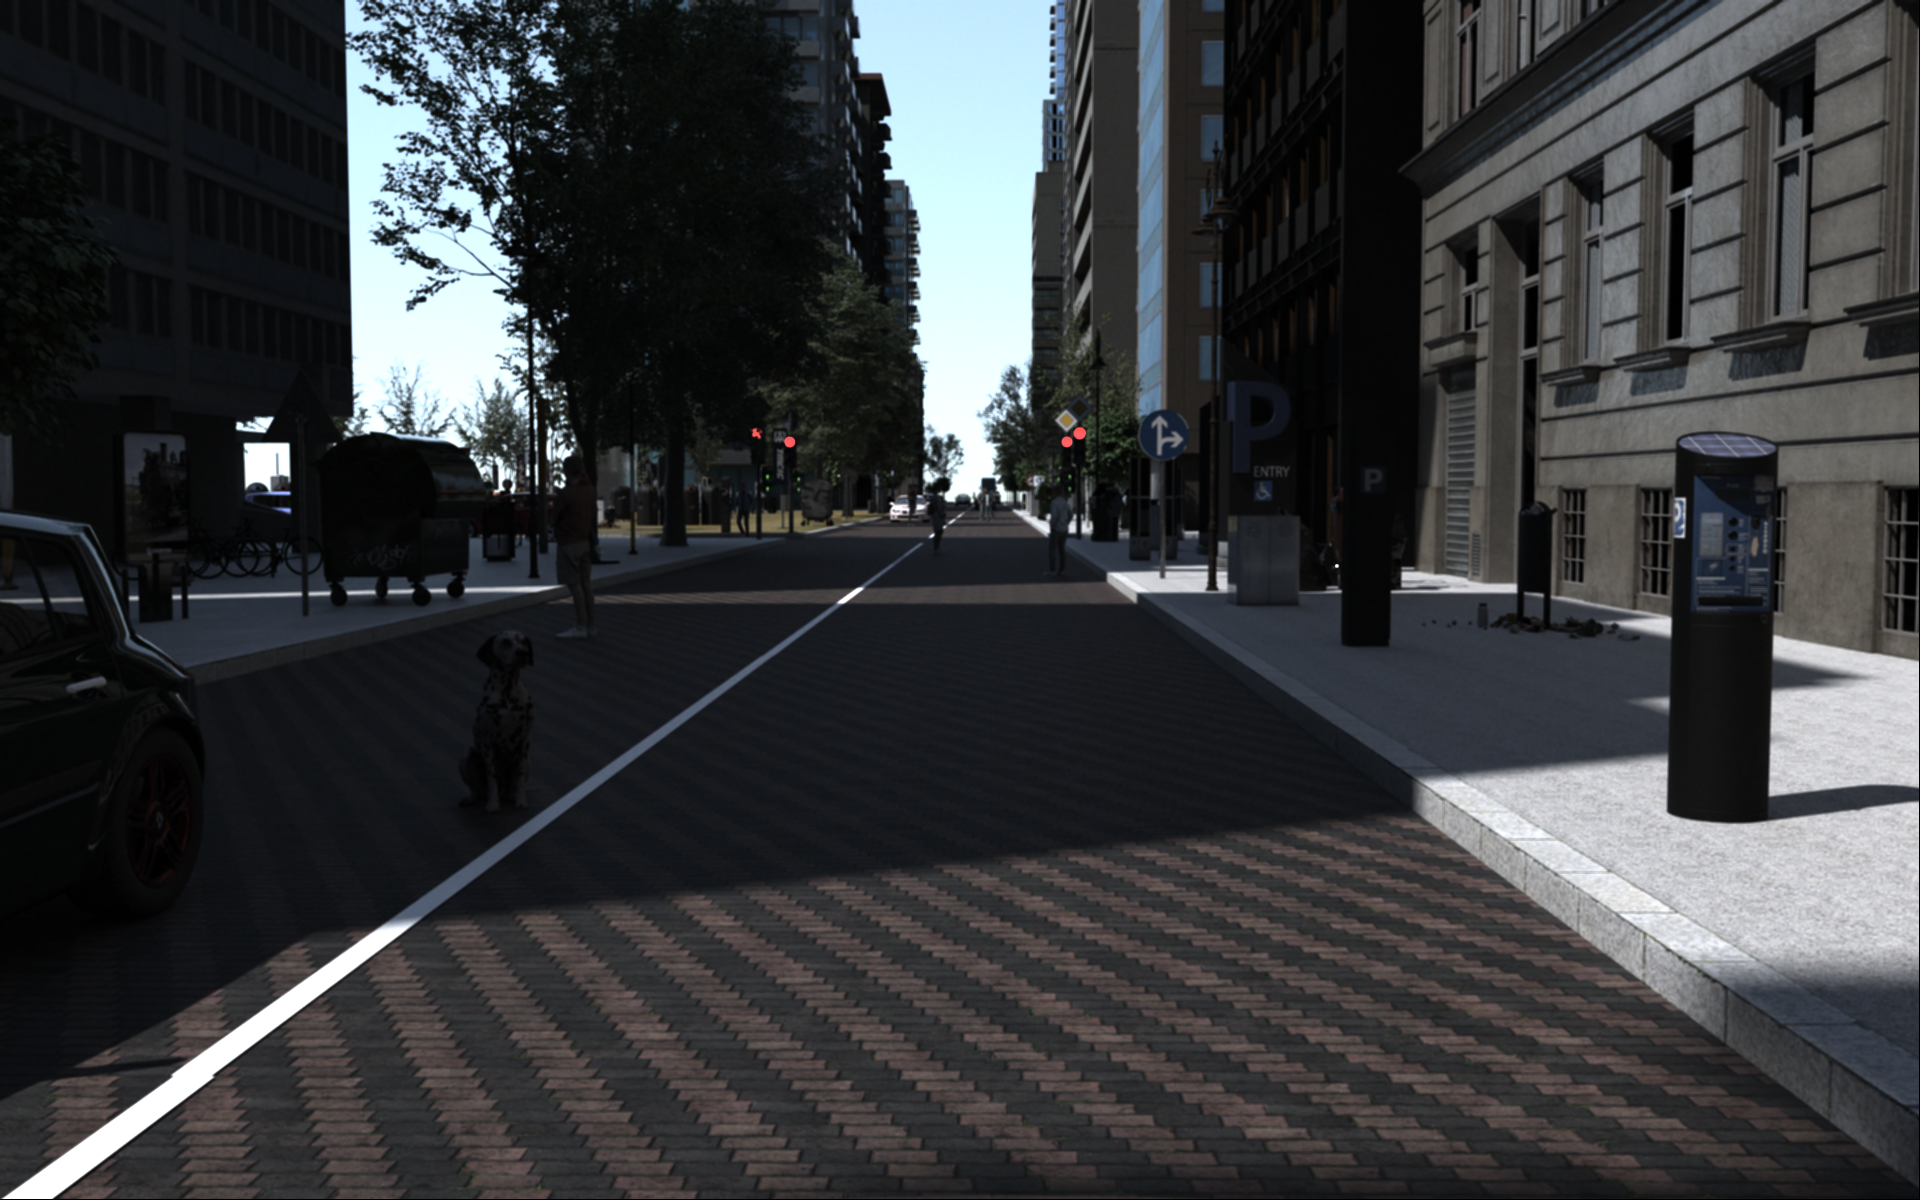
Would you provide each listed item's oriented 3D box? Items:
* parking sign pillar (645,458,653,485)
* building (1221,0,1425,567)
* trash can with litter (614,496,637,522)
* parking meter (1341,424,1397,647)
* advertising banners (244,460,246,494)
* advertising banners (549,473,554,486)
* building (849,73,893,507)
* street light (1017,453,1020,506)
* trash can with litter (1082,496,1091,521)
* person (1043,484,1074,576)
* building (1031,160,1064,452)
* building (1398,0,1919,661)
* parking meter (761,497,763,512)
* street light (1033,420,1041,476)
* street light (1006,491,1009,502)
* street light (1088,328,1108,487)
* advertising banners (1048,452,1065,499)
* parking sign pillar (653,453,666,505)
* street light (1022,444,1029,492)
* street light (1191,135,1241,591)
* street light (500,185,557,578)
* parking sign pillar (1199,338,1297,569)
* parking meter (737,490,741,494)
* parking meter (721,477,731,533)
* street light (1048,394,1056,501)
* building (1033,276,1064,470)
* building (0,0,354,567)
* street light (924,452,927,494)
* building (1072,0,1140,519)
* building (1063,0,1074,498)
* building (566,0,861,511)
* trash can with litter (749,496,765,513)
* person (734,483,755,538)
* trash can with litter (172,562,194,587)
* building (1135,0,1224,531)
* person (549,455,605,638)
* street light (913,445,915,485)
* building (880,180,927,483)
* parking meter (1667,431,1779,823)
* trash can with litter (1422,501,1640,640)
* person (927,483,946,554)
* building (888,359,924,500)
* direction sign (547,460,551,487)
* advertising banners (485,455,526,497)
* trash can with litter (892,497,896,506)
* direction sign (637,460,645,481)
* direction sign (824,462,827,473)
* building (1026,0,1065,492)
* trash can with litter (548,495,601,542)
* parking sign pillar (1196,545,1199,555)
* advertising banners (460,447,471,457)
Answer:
[{"bbox_3d":[-22.490,-8.486,127.215,1.447,3.967,1.447,-3,5,-44],"label":"parking sign pillar"},{"bbox_3d":[12.914,-12.703,37.369,12.332,23.373,15.834,0,4,1],"label":"building"},{"bbox_3d":[-15.179,-4.206,79.822,2.233,1.210,1.678,-1,4,-18],"label":"trash can with litter"},{"bbox_3d":[3.452,-0.545,14.628,0.399,1.863,0.255,0,4,-6],"label":"parking meter"},{"bbox_3d":[-35.832,-5.627,88.186,2.074,3.025,0.090,-1,4,-21],"label":"advertising banners"},{"bbox_3d":[-28.738,-7.536,119.405,0.090,3.025,2.074,3,4,36],"label":"advertising banners"},{"bbox_3d":[-18.388,-32.004,177.894,22.147,44.769,28.867,0,4,1],"label":"building"},{"bbox_3d":[5.630,-11.215,156.146,0.468,5.910,1.993,0,4,1],"label":"street light"},{"bbox_3d":[6.208,-4.335,82.262,0.624,1.170,1.055,-1,4,-20],"label":"trash can with litter"},{"bbox_3d":[1.732,-1.229,30.397,0.589,1.601,0.330,-3,4,-37],"label":"person"},{"bbox_3d":[21.129,-38.122,246.992,21.300,48.544,21.600,0,4,1],"label":"building"},{"bbox_3d":[14.597,-11.045,13.877,16.112,22.955,30.059,0,4,1],"label":"building"},{"bbox_3d":[-14.537,-7.346,125.820,0.255,1.863,0.399,2,4,30],"label":"parking meter"},{"bbox_3d":[4.708,-8.145,105.957,0.468,5.910,1.993,0,4,1],"label":"street light"},{"bbox_3d":[7.486,-17.925,265.853,0.468,5.910,1.993,0,4,1],"label":"street light"},{"bbox_3d":[3.844,-4.626,48.427,0.468,5.910,1.993,0,4,1],"label":"street light"},{"bbox_3d":[4.132,-4.712,73.221,0.090,3.025,2.074,2,4,27],"label":"advertising banners"},{"bbox_3d":[-14.733,-6.106,88.307,1.447,3.967,1.447,-1,4,-14],"label":"parking sign pillar"},{"bbox_3d":[5.125,-9.711,131.562,0.468,5.910,1.993,0,4,1],"label":"street light"},{"bbox_3d":[3.345,-3.059,22.795,0.468,5.910,1.993,0,4,1],"label":"street light"},{"bbox_3d":[-6.522,-3.275,26.337,0.468,5.910,1.993,0,4,1],"label":"street light"},{"bbox_3d":[5.183,-2.548,30.133,1.447,3.967,1.447,-1,4,-17],"label":"parking sign pillar"},{"bbox_3d":[-14.329,-6.396,112.986,0.372,1.533,0.369,0,3,0],"label":"parking meter"},{"bbox_3d":[-7.790,-3.173,57.596,0.255,1.863,0.399,0,4,3],"label":"parking meter"},{"bbox_3d":[4.342,-6.591,80.544,0.468,5.910,1.993,0,4,1],"label":"street light"},{"bbox_3d":[16.678,-28.018,229.797,14.160,30.474,14.107,0,4,1],"label":"building"},{"bbox_3d":[-25.225,-20.771,31.492,23.993,40.220,32.217,0,4,1],"label":"building"},{"bbox_3d":[-3.719,-13.004,185.398,0.468,5.910,1.993,0,4,1],"label":"street light"},{"bbox_3d":[17.585,-29.021,98.193,21.300,48.544,21.600,0,4,1],"label":"building"},{"bbox_3d":[20.061,-46.174,193.197,20.563,71.187,20.611,0,4,1],"label":"building"},{"bbox_3d":[-20.087,-32.293,147.604,23.786,49.044,30.456,0,4,1],"label":"building"},{"bbox_3d":[-13.999,-6.487,117.119,1.678,1.210,2.233,2,4,26],"label":"trash can with litter"},{"bbox_3d":[-6.693,-2.746,53.747,0.601,1.785,0.444,1,4,17],"label":"person"},{"bbox_3d":[-11.076,-0.791,24.318,1.055,1.170,0.624,3,5,43],"label":"trash can with litter"},{"bbox_3d":[14.366,-25.414,65.622,14.200,45.320,14.600,0,4,1],"label":"building"},{"bbox_3d":[-3.852,-0.546,17.396,0.573,1.828,0.580,-2,4,-25],"label":"person"},{"bbox_3d":[-4.306,-11.438,159.793,0.468,5.910,1.993,0,4,1],"label":"street light"},{"bbox_3d":[-17.292,-39.365,263.229,23.786,49.044,30.456,0,4,1],"label":"building"},{"bbox_3d":[3.029,0.093,6.883,0.372,1.533,0.369,0,3,0],"label":"parking meter"},{"bbox_3d":[5.468,-0.313,16.183,1.678,1.210,2.233,-1,4,-11],"label":"trash can with litter"},{"bbox_3d":[-0.549,-1.962,41.585,0.522,1.701,0.512,-1,4,-21],"label":"person"},{"bbox_3d":[-19.184,-23.819,234.475,27.650,21.520,28.899,0,4,1],"label":"building"},{"bbox_3d":[-27.239,-7.496,114.550,0.379,3.537,0.876,-2,4,-32],"label":"direction sign"},{"bbox_3d":[-20.152,-4.922,76.661,2.074,3.025,0.090,-1,4,-17],"label":"advertising banners"},{"bbox_3d":[-4.666,-6.934,124.754,1.055,1.170,0.624,0,4,2],"label":"trash can with litter"},{"bbox_3d":[-21.261,-7.556,115.536,0.876,3.537,0.379,3,5,41],"label":"direction sign"},{"bbox_3d":[-9.946,-8.471,130.489,0.876,3.537,0.379,0,4,-3],"label":"direction sign"},{"bbox_3d":[21.810,-58.725,272.820,22.319,86.520,31.000,0,4,1],"label":"building"},{"bbox_3d":[-10.624,-2.175,46.616,1.678,1.210,2.233,0,4,1],"label":"trash can with litter"},{"bbox_3d":[5.759,-2.952,36.743,1.447,3.967,1.447,2,4,26],"label":"parking sign pillar"},{"bbox_3d":[-18.807,-4.133,63.763,0.090,3.025,2.074,3,4,36],"label":"advertising banners"}]
